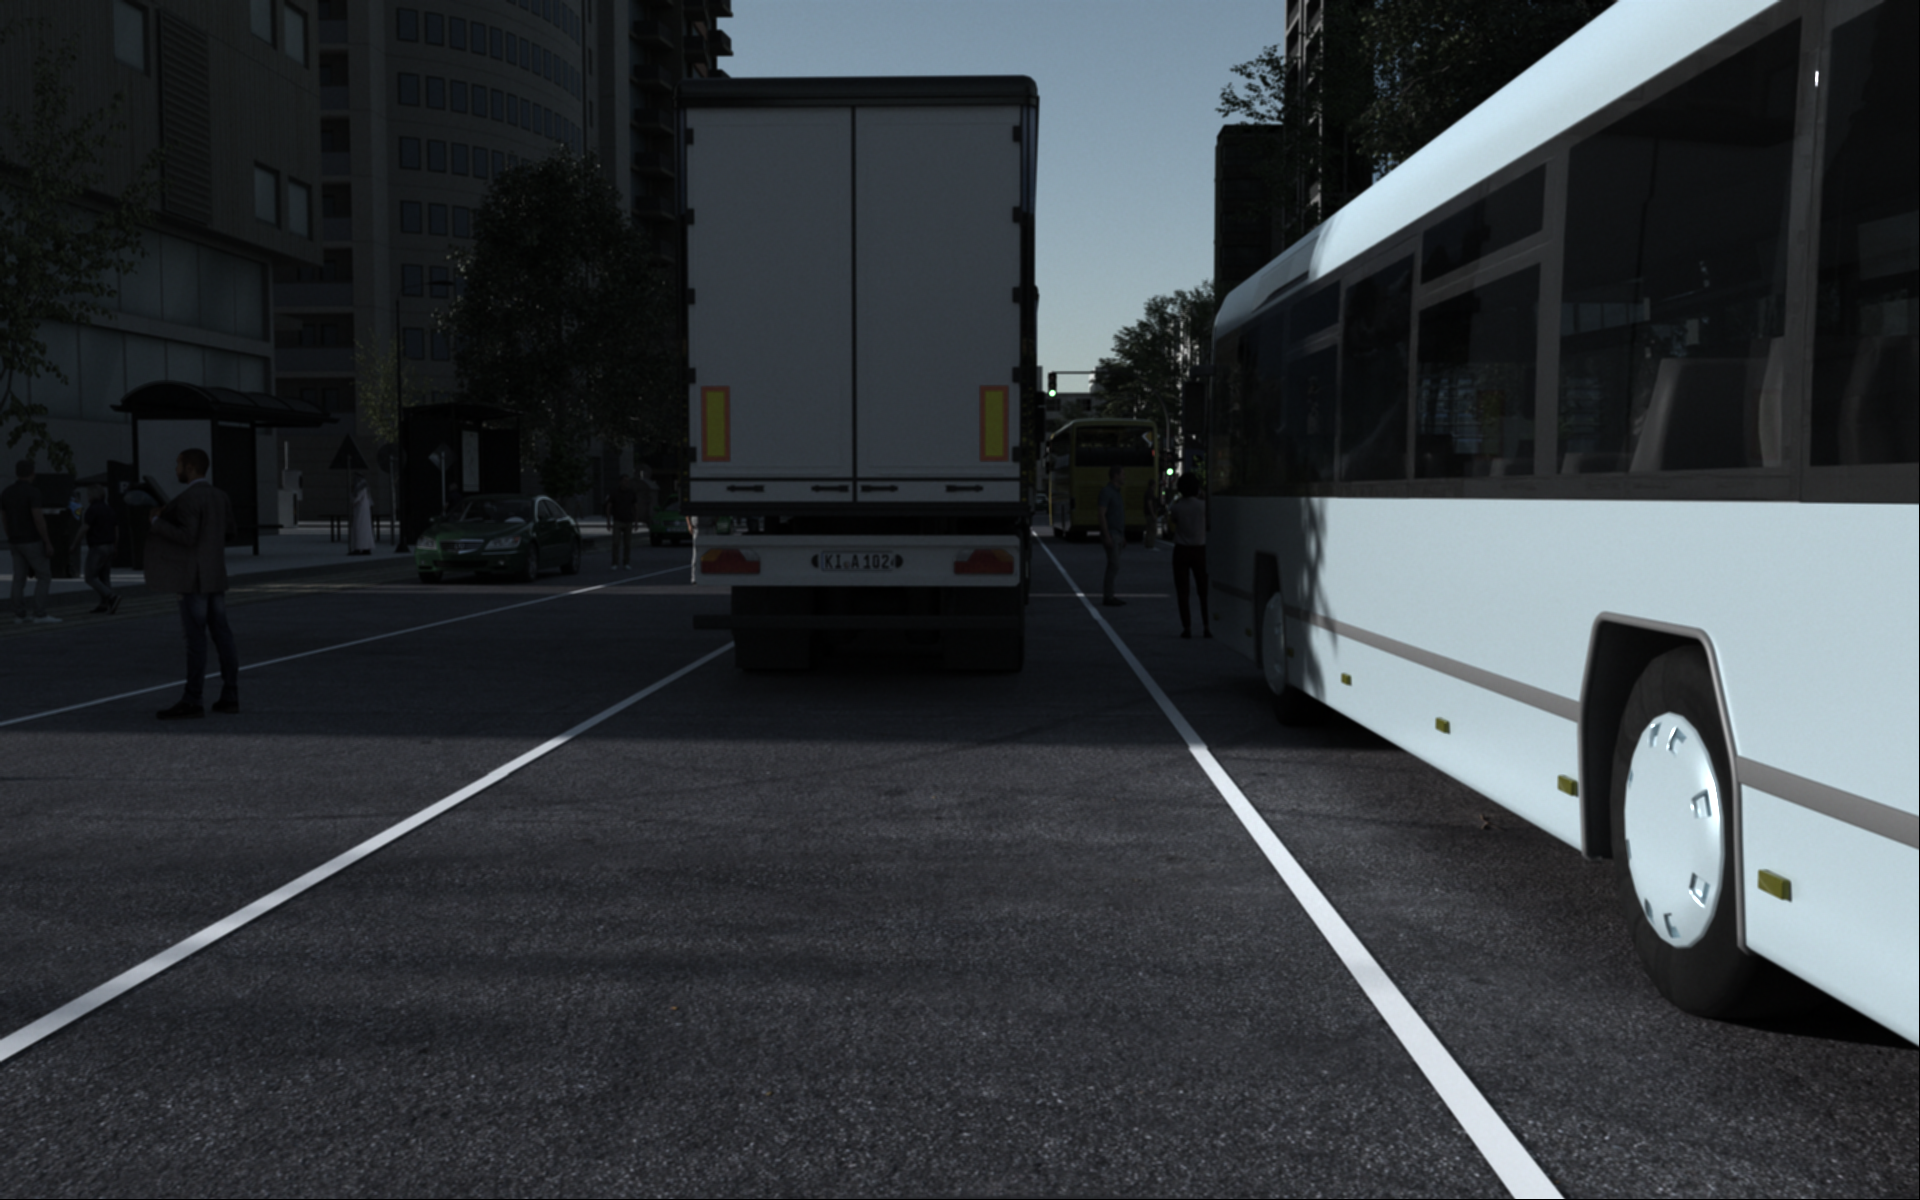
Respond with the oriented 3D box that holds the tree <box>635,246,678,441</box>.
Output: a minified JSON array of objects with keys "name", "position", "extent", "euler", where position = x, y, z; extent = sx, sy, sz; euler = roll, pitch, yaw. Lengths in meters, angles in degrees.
[{"name":"tree","position":[-12.334,-10.549,82.853],"extent":[12.009,13.543,11.850],"euler":[0,3,0]}]

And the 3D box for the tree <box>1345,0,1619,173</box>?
[{"name":"tree","position":[9.686,-7.192,24.237],"extent":[9.857,13.997,8.962],"euler":[0,3,0]}]

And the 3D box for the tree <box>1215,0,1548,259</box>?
[{"name":"tree","position":[9.385,-6.689,35.127],"extent":[9.928,11.665,9.643],"euler":[0,3,0]}]

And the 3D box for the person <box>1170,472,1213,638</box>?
[{"name":"person","position":[2.316,-0.450,17.317],"extent":[0.566,1.644,0.517],"euler":[-3,5,-42]}]

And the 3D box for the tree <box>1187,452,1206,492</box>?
[{"name":"tree","position":[10.271,-4.717,71.727],"extent":[1.663,3.219,1.824],"euler":[0,3,0]}]

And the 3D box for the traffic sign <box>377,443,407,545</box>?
[{"name":"traffic sign","position":[-14.163,-2.633,43.162],"extent":[0.768,2.556,0.104],"euler":[0,4,5]}]

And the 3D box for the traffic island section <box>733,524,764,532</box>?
[{"name":"traffic island section","position":[-9.308,-3.092,72.834],"extent":[2.009,0.180,2.903],"euler":[0,4,1]}]

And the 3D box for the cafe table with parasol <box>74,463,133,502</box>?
[{"name":"cafe table with parasol","position":[-18.089,-2.026,37.992],"extent":[2.610,1.966,2.610],"euler":[0,4,-7]}]

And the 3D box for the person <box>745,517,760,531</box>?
[{"name":"person","position":[-4.719,-1.776,39.757],"extent":[0.429,1.552,0.499],"euler":[2,4,32]}]

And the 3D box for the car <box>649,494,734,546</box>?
[{"name":"car","position":[-7.523,-2.442,48.725],"extent":[1.959,1.807,4.718],"euler":[0,4,2]}]

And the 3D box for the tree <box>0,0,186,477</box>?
[{"name":"tree","position":[-12.703,-4.410,22.471],"extent":[4.737,8.622,4.395],"euler":[0,3,0]}]

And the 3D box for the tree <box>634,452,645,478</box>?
[{"name":"tree","position":[-21.870,-7.879,112.540],"extent":[4.285,4.588,4.351],"euler":[0,3,0]}]

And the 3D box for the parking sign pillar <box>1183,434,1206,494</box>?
[{"name":"parking sign pillar","position":[10.335,-5.295,75.046],"extent":[1.447,3.967,1.447],"euler":[0,4,7]}]

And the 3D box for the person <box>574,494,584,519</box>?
[{"name":"person","position":[-19.603,-4.951,89.055],"extent":[0.516,1.574,0.319],"euler":[1,4,9]}]

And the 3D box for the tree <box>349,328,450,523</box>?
[{"name":"tree","position":[-25.185,-7.764,77.301],"extent":[4.737,8.622,4.395],"euler":[0,3,0]}]

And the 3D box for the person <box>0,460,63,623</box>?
[{"name":"person","position":[-10.289,-0.645,19.177],"extent":[0.598,1.807,0.434],"euler":[2,4,30]}]

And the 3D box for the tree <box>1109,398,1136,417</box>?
[{"name":"tree","position":[12.533,-11.105,131.924],"extent":[4.360,8.622,3.978],"euler":[0,3,0]}]

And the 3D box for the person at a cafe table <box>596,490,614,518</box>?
[{"name":"person at a cafe table","position":[-18.851,-5.229,94.003],"extent":[1.698,1.524,1.622],"euler":[-1,4,-23]}]

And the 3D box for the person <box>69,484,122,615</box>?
[{"name":"person","position":[-10.186,-0.597,20.473],"extent":[0.471,1.553,0.569],"euler":[3,5,45]}]

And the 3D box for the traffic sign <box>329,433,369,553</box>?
[{"name":"traffic sign","position":[-13.048,-2.262,36.989],"extent":[0.884,2.594,0.081],"euler":[0,4,5]}]

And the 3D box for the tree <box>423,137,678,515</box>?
[{"name":"tree","position":[-12.917,-8.513,56.195],"extent":[9.611,12.733,9.660],"euler":[0,3,0]}]

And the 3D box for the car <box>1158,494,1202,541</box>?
[{"name":"car","position":[7.265,-2.697,54.325],"extent":[2.015,1.641,3.980],"euler":[0,4,3]}]

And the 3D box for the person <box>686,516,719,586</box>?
[{"name":"person","position":[-4.013,-1.130,27.117],"extent":[0.875,1.805,0.789],"euler":[-3,5,-41]}]

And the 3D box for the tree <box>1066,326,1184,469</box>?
[{"name":"tree","position":[12.102,-12.147,116.727],"extent":[7.486,12.596,7.792],"euler":[0,3,0]}]

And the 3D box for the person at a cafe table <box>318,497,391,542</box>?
[{"name":"person at a cafe table","position":[-16.240,-2.336,46.703],"extent":[1.698,1.524,1.622],"euler":[0,4,-7]}]

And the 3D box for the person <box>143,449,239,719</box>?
[{"name":"person","position":[-4.962,-0.114,11.188],"extent":[0.431,1.722,0.655],"euler":[1,4,12]}]

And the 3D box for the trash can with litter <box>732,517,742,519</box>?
[{"name":"trash can with litter","position":[-11.700,-4.691,87.761],"extent":[2.233,1.210,1.678],"euler":[2,4,30]}]

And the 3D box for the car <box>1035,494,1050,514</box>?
[{"name":"car","position":[5.645,-6.987,126.037],"extent":[2.131,1.459,4.920],"euler":[0,4,3]}]

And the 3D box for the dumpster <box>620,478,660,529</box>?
[{"name":"dumpster","position":[-11.914,-3.582,64.317],"extent":[1.264,1.857,1.865],"euler":[0,4,1]}]

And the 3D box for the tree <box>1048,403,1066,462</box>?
[{"name":"tree","position":[13.956,-17.827,209.603],"extent":[7.486,12.596,7.792],"euler":[0,3,0]}]

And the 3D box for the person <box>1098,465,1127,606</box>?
[{"name":"person","position":[1.999,-0.839,22.352],"extent":[0.434,1.807,0.598],"euler":[2,4,35]}]

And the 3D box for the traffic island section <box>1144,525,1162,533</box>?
[{"name":"traffic island section","position":[7.764,-2.577,64.408],"extent":[2.009,0.180,2.903],"euler":[0,4,1]}]

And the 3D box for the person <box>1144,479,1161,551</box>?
[{"name":"person","position":[4.838,-2.138,43.590],"extent":[0.434,1.807,0.598],"euler":[0,4,7]}]

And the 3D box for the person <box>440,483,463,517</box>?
[{"name":"person","position":[-12.315,-2.070,42.098],"extent":[0.569,1.553,0.471],"euler":[-2,4,-26]}]

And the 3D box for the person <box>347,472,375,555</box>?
[{"name":"person","position":[-12.603,-1.812,36.343],"extent":[0.621,1.740,0.551],"euler":[-2,4,-31]}]

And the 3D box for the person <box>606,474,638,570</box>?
[{"name":"person","position":[-6.370,-1.471,32.684],"extent":[0.598,1.807,0.434],"euler":[-1,4,-11]}]

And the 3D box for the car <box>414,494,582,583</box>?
[{"name":"car","position":[-7.766,-1.081,29.476],"extent":[2.131,1.459,4.920],"euler":[0,4,2]}]
